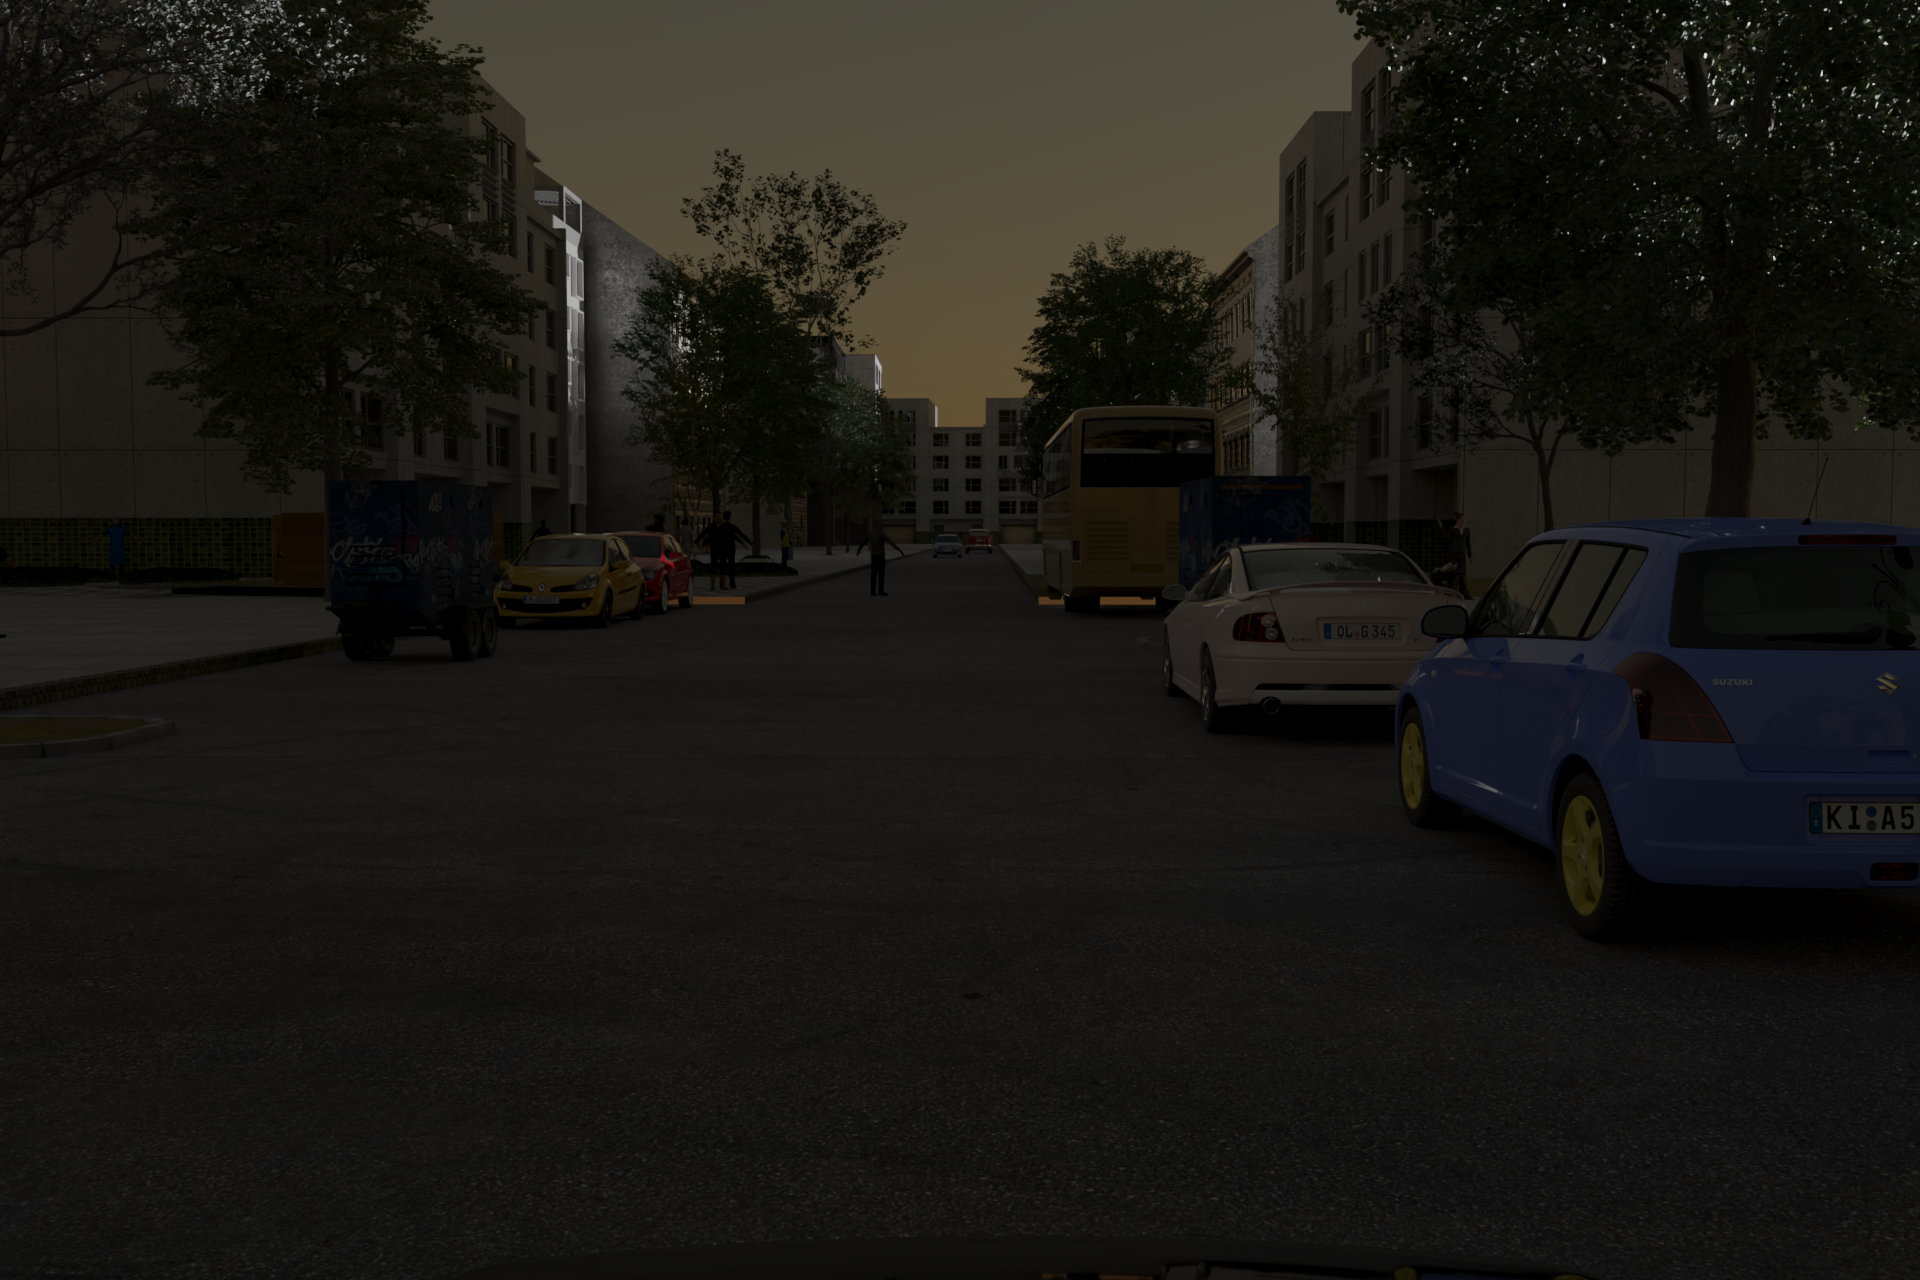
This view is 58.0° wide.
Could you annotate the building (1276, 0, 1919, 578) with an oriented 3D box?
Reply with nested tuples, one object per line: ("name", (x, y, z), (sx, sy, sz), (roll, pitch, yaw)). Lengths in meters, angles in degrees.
("building", (23.069, -12.169, 65.414), (16.747, 18.905, 31.486), (0, 4, 1))

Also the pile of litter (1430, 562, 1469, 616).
("pile of litter", (7.141, -0.752, 26.257), (1.176, 0.858, 1.719), (0, 4, 1))

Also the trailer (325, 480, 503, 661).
("trailer", (-6.197, -0.739, 19.130), (1.471, 1.999, 3.904), (0, 4, 1))

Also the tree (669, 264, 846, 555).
("tree", (-8.753, -9.527, 73.892), (7.486, 12.596, 7.792), (0, 3, 0))

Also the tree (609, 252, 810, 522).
("tree", (-9.185, -8.486, 64.494), (9.928, 11.665, 9.643), (0, 3, 0))

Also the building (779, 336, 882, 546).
("building", (-23.523, -21.455, 194.757), (27.936, 21.610, 32.646), (0, 4, 0))

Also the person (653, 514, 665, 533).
("person", (-8.185, -2.491, 46.879), (0.704, 1.843, 1.345), (-2, 4, -27))

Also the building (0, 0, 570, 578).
("building", (-26.838, -12.183, 65.647), (16.747, 18.905, 31.486), (0, 4, 0))

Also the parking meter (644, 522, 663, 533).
("parking meter", (-6.325, -1.675, 35.792), (0.372, 1.533, 0.369), (0, 3, 0))

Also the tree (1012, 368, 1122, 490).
("tree", (6.934, -9.428, 88.557), (8.767, 10.594, 7.601), (0, 4, -1))

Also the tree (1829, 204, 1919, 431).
("tree", (24.948, -7.164, 42.892), (9.928, 11.665, 9.643), (0, 3, 0))

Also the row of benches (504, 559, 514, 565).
("row of benches", (-13.819, -1.837, 45.505), (4.104, 0.672, 1.422), (-1, 4, -15))

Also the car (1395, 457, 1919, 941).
("car", (3.033, 0.135, 7.383), (1.945, 1.707, 3.694), (0, 4, 0))

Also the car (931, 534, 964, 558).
("car", (-0.753, -5.710, 105.368), (2.014, 1.417, 4.499), (0, 4, 1))

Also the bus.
("bus", (3.112, -2.641, 34.732), (2.896, 3.916, 12.252), (0, 3, 0))

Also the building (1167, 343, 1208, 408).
("building", (28.884, -19.955, 157.190), (19.493, 23.208, 18.063), (0, 4, 1))

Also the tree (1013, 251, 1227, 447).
("tree", (7.319, -10.486, 78.100), (9.857, 13.997, 8.962), (0, 3, 0))

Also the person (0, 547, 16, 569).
("person", (-10.400, -0.678, 17.872), (0.721, 1.737, 1.214), (3, 4, 38))

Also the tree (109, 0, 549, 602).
("tree", (-11.660, -6.984, 32.320), (7.486, 12.596, 7.792), (0, 3, 0))

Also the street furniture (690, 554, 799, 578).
("street furniture", (-9.907, -2.225, 52.009), (10.072, 0.657, 5.734), (0, 4, -8))

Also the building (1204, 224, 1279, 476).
("building", (24.888, -16.508, 100.838), (19.493, 23.208, 18.063), (0, 4, 1))

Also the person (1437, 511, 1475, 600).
("person", (9.604, -1.636, 33.592), (0.742, 1.727, 0.445), (-3, 4, -36))

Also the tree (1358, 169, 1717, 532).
("tree", (13.825, -6.484, 40.433), (8.767, 10.594, 7.601), (0, 4, 3))

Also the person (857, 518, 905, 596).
("person", (-1.892, -1.939, 40.288), (1.348, 1.813, 0.705), (2, 4, 32))

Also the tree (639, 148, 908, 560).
("tree", (-9.290, -14.063, 85.814), (12.611, 20.169, 13.585), (0, 3, 0))

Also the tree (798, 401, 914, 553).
("tree", (-7.614, -11.255, 118.430), (8.767, 10.594, 7.601), (-2, 4, -26))

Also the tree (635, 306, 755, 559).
("tree", (-8.707, -6.497, 56.582), (4.737, 8.622, 4.395), (0, 3, 0))

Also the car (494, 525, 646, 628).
("car", (-6.184, -1.066, 27.645), (2.015, 1.641, 3.980), (0, 4, 1))

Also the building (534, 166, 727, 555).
("building", (-25.399, -16.964, 108.296), (19.493, 23.208, 18.063), (0, 4, 2))

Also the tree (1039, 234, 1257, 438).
("tree", (6.499, -8.191, 59.678), (9.928, 11.665, 9.643), (0, 3, 0))

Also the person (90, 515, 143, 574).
("person", (-23.947, -2.634, 49.189), (1.347, 1.817, 0.704), (-2, 4, -25))

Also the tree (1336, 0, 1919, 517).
("tree", (9.053, -6.935, 20.041), (9.857, 13.997, 8.962), (0, 3, 0))

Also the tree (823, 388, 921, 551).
("tree", (-6.877, -13.206, 134.040), (7.486, 12.596, 7.792), (0, 3, 0))

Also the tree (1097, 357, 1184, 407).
("tree", (7.402, -7.218, 68.383), (4.360, 8.622, 3.978), (0, 3, 0))

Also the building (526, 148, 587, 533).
("building", (-26.314, -13.953, 84.543), (16.016, 20.090, 11.380), (0, 4, 2))

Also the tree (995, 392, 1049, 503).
("tree", (8.288, -13.556, 132.016), (12.009, 13.543, 11.850), (0, 3, 0))

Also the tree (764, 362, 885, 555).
("tree", (-8.001, -10.910, 104.135), (9.928, 11.665, 9.643), (0, 3, 0))

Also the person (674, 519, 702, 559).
("person", (-9.586, -3.336, 60.725), (1.347, 1.806, 0.705), (2, 4, 29))

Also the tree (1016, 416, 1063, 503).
("tree", (7.134, -10.915, 112.879), (7.601, 10.594, 8.767), (-1, 4, -12))

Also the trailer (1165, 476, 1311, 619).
("trailer", (2.953, -0.724, 18.889), (1.471, 1.999, 3.904), (0, 4, 0))

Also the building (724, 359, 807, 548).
("building", (-24.896, -20.416, 164.726), (19.493, 23.208, 18.063), (0, 4, 1))

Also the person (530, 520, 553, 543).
("person", (-15.275, -3.511, 63.629), (1.346, 1.802, 0.704), (1, 4, 21))

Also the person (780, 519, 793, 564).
("person", (-5.634, -3.054, 56.389), (0.721, 1.772, 1.216), (0, 4, 6))

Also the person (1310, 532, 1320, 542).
("person", (5.863, -1.499, 30.609), (1.345, 1.816, 0.704), (3, 4, 38))

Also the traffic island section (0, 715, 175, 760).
("traffic island section", (-6.609, 0.670, 11.911), (1.991, 0.108, 1.994), (0, 4, 1))

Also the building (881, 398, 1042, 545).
("building", (3.731, -22.167, 231.343), (31.486, 18.905, 16.747), (0, 4, 3))

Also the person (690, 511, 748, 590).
("person", (-5.530, -2.050, 39.657), (1.346, 1.812, 0.704), (-1, 4, -18))

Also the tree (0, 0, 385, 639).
("tree", (-12.293, -6.746, 20.660), (12.009, 13.543, 11.850), (0, 3, 0))

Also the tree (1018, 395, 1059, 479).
("tree", (7.169, -10.243, 101.883), (8.767, 10.594, 7.601), (1, 4, 22))

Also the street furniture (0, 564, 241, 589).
("street furniture", (-23.725, -1.724, 43.816), (10.072, 0.657, 5.734), (1, 4, 22))

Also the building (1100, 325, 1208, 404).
("building", (28.562, -20.763, 183.456), (27.936, 21.610, 32.646), (0, 4, 1))

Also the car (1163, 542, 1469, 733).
("car", (2.713, -0.090, 13.834), (2.083, 1.381, 4.827), (0, 4, 1))

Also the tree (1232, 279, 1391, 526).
("tree", (10.144, -6.134, 50.645), (4.737, 8.622, 4.395), (0, 3, 0))

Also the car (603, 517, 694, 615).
("car", (-6.123, -1.416, 32.196), (2.155, 1.783, 4.494), (0, 4, 1))

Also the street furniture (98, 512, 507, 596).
("street furniture", (-11.860, -1.939, 38.554), (9.812, 1.723, 11.010), (2, 4, 25))

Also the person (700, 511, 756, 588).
("person", (-5.522, -2.153, 41.130), (1.347, 1.837, 0.705), (0, 4, 1))

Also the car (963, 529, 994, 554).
("car", (1.388, -7.273, 127.586), (2.281, 1.827, 5.304), (0, 4, 0))

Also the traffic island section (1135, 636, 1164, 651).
("traffic island section", (3.256, 0.053, 22.001), (1.991, 0.108, 1.994), (0, 3, 0))
